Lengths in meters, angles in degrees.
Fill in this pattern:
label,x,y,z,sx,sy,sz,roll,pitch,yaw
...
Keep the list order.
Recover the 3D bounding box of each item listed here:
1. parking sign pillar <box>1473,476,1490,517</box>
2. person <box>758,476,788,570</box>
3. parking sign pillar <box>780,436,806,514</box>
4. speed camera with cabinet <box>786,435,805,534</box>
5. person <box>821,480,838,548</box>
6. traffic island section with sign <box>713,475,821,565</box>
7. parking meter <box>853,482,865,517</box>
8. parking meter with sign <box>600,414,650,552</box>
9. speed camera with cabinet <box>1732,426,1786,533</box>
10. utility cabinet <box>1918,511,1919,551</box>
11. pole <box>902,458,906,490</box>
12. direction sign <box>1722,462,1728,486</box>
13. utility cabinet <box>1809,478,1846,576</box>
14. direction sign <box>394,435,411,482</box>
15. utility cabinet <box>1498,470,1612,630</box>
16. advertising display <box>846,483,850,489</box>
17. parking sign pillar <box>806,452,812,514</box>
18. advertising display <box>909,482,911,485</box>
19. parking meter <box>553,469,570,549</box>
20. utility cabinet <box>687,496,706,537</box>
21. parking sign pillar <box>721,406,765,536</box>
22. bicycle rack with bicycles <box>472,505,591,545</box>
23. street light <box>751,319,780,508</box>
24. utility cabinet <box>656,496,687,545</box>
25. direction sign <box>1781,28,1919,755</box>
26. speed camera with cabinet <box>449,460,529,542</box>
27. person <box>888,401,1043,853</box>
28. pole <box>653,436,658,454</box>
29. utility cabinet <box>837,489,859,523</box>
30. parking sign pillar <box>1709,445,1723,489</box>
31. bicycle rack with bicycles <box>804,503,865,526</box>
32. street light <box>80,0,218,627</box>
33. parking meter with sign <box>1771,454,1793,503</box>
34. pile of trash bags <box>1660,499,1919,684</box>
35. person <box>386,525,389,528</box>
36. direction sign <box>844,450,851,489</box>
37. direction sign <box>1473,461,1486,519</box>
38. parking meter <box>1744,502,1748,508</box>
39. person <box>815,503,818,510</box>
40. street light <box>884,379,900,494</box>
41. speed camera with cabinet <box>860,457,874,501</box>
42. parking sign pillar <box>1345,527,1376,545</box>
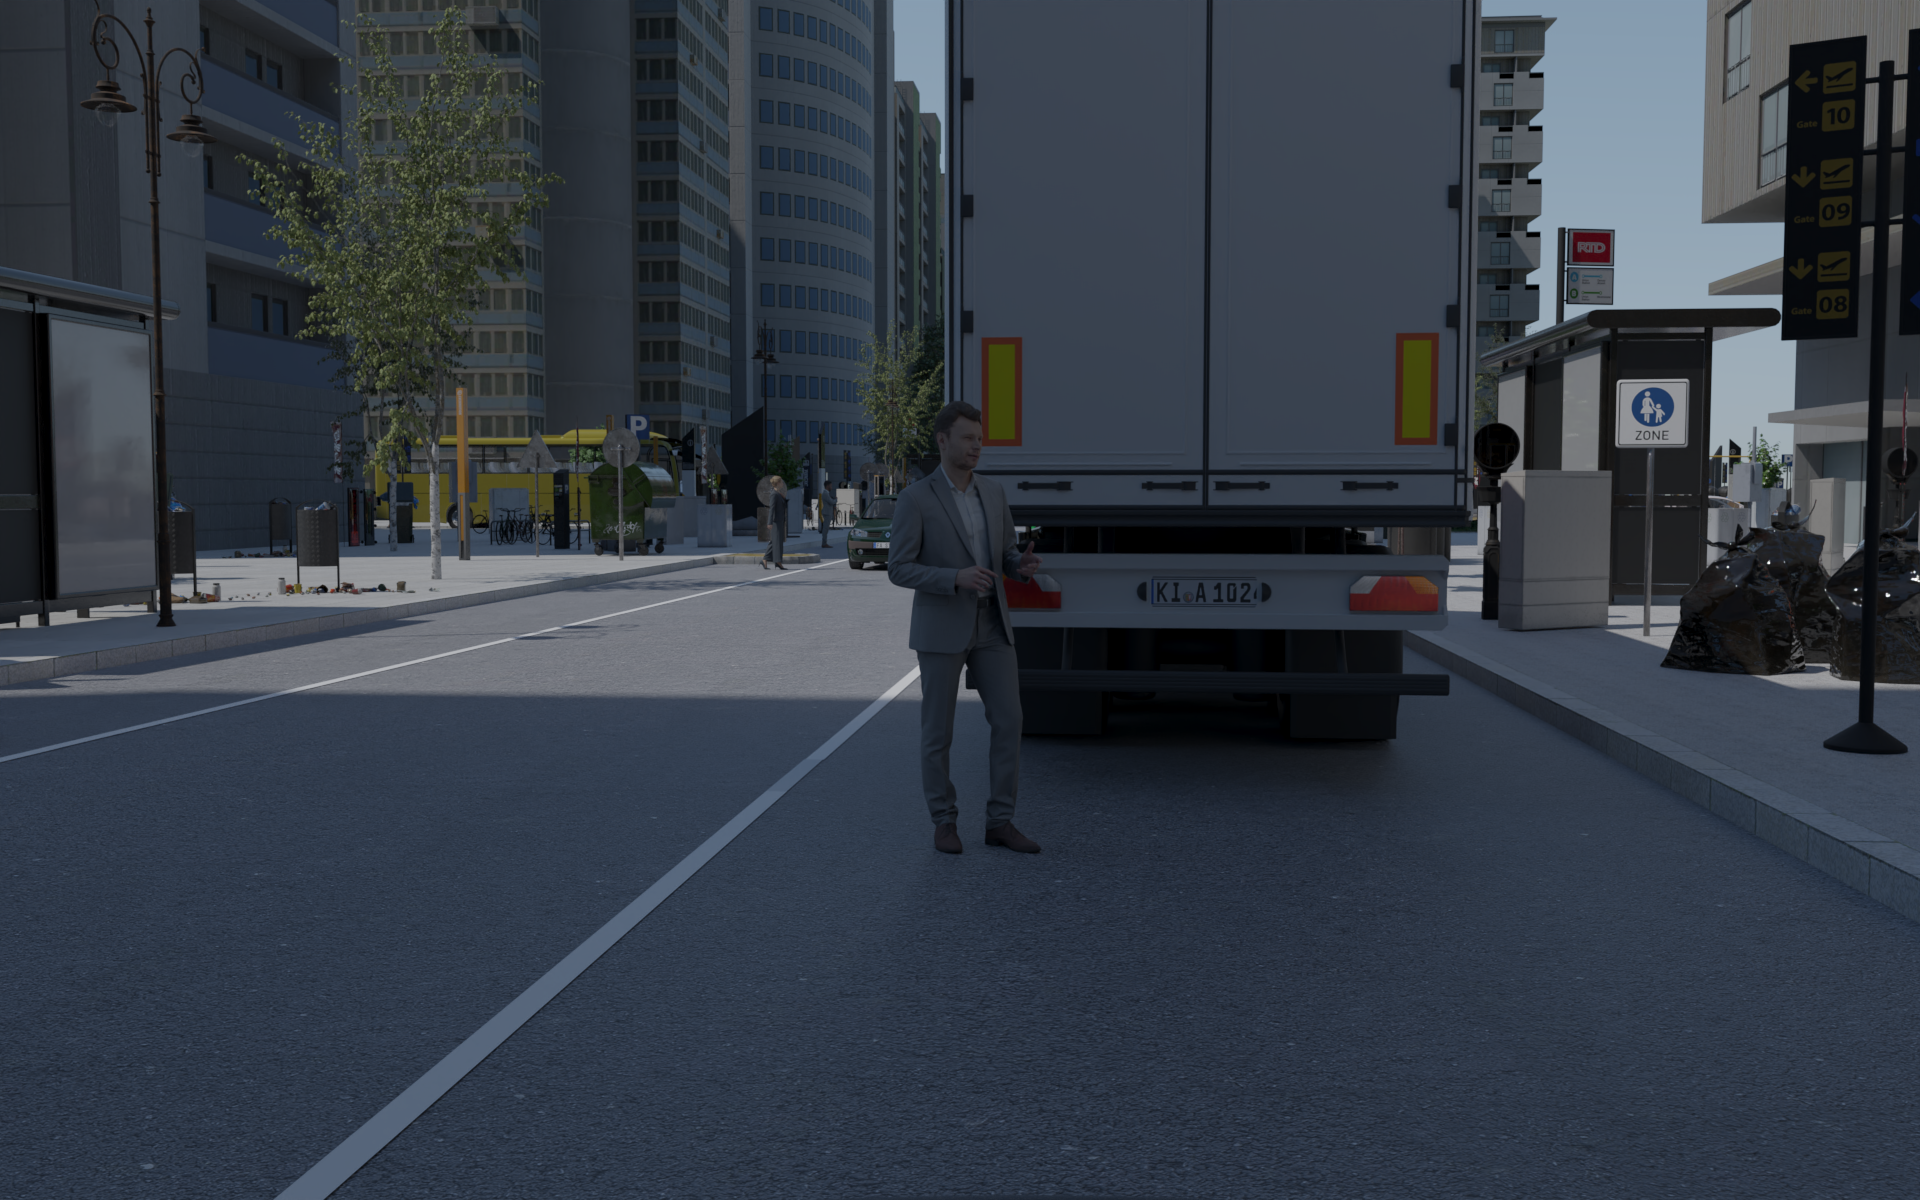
label,x,y,z,sx,sy,sz,roll,pitch,yaw
parking sign pillar,28.745,-6.569,95.882,1.447,3.967,1.447,0,4,-1
person,-3.510,-1.456,32.728,0.534,1.772,0.576,-1,4,-20
parking sign pillar,-8.043,-5.606,80.123,1.447,3.967,1.447,0,4,-2
speed camera with cabinet,-5.454,-3.844,57.187,0.660,3.252,2.038,0,4,-3
person,-3.483,-2.300,46.282,0.466,1.800,0.511,-1,4,-18
traffic island section with sign,-3.980,-1.686,36.195,1.989,1.847,2.006,0,4,5
parking meter,-4.946,-4.779,83.855,0.399,1.863,0.255,2,4,34
parking meter with sign,-7.551,-2.594,38.668,0.543,3.016,1.738,-3,4,-36
speed camera with cabinet,23.684,-3.483,51.283,2.038,3.252,0.660,-3,4,-36
utility cabinet,10.945,-0.463,18.734,1.020,1.237,0.306,2,4,29
pole,-3.133,-6.323,97.230,0.158,3.312,0.155,0,3,0
direction sign,54.786,-8.081,124.124,0.876,3.537,0.379,-3,5,-45
utility cabinet,12.087,-0.948,24.176,0.318,1.500,1.173,2,4,34
direction sign,-20.497,-4.385,63.699,0.379,3.537,0.876,2,4,25
utility cabinet,5.650,-0.476,16.464,1.173,1.500,0.318,-2,4,-30
advertising display,-6.507,-5.843,100.742,0.123,1.923,0.974,0,4,3
parking sign pillar,-10.088,-7.547,111.862,1.447,3.967,1.447,3,4,39
advertising display,-1.860,-4.504,78.853,0.974,1.923,0.123,1,4,18
parking meter,-9.305,-2.125,40.447,0.255,1.863,0.399,1,4,11
utility cabinet,-8.082,-2.483,51.751,1.020,1.237,0.306,-3,5,-43
parking sign pillar,-6.644,-3.957,53.165,1.447,3.967,1.447,0,4,0
bicycle rack with bicycles,-10.912,-1.887,44.239,2.852,0.926,2.925,1,4,22
street light,-5.148,-4.473,45.919,0.468,5.910,1.993,0,4,5
utility cabinet,-7.411,-2.022,44.216,0.306,1.237,1.020,1,4,17
direction sign,4.549,-1.015,8.599,0.876,3.537,0.379,2,4,33
speed camera with cabinet,-12.843,-3.234,47.213,2.038,3.252,0.660,-2,4,-25
person,0.052,0.110,6.901,0.606,1.804,0.583,-3,4,-37
pole,-10.690,-4.103,60.930,0.158,3.312,0.155,0,3,0
utility cabinet,-4.908,-4.115,75.965,0.318,1.500,1.173,-3,5,-45
parking sign pillar,41.509,-6.544,95.462,1.447,3.967,1.447,-3,5,-44
bicycle rack with bicycles,-5.407,-3.482,70.320,2.852,0.926,2.925,0,4,-4
street light,-7.699,-2.681,16.621,0.468,5.910,1.993,0,4,5
parking meter with sign,36.058,-4.913,76.583,0.543,3.016,1.738,0,4,-8
pile of trash bags,6.979,-0.207,13.144,3.447,1.369,1.912,-3,4,-38
person,-22.685,-3.466,69.444,0.640,1.303,0.475,0,4,-7
direction sign,-5.828,-5.961,89.451,0.379,3.537,0.876,1,4,18
direction sign,23.856,-5.365,79.709,0.379,3.537,0.876,-2,4,-27
parking meter,24.004,-2.866,52.566,0.399,1.863,0.255,-1,4,-18
person,-5.296,-3.564,66.681,0.656,1.842,0.836,1,4,15
street light,-2.714,-5.939,69.896,0.468,5.910,1.993,0,4,5
speed camera with cabinet,-5.481,-5.980,92.108,2.038,3.252,0.660,2,4,32
parking sign pillar,8.591,-3.072,38.706,1.447,3.967,1.447,0,4,1
